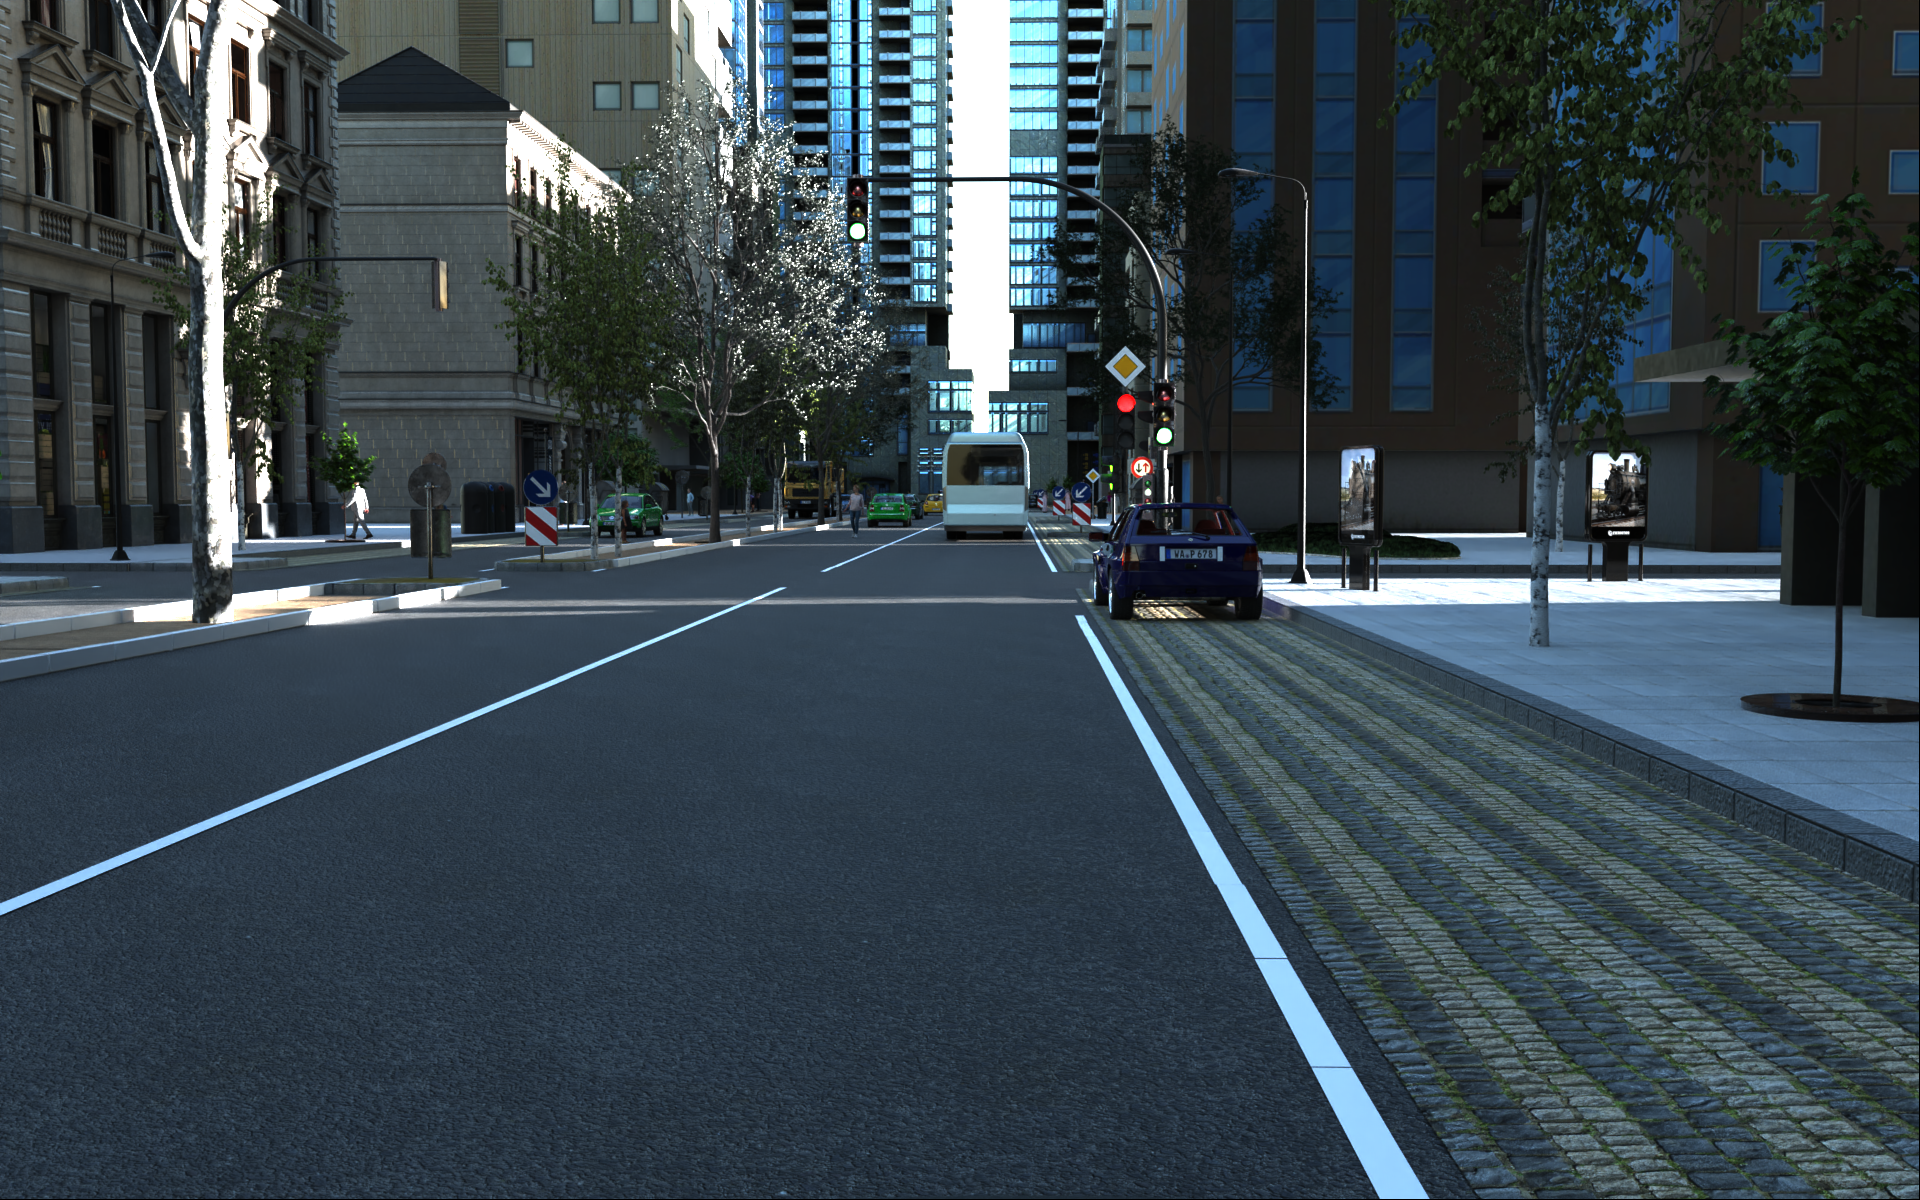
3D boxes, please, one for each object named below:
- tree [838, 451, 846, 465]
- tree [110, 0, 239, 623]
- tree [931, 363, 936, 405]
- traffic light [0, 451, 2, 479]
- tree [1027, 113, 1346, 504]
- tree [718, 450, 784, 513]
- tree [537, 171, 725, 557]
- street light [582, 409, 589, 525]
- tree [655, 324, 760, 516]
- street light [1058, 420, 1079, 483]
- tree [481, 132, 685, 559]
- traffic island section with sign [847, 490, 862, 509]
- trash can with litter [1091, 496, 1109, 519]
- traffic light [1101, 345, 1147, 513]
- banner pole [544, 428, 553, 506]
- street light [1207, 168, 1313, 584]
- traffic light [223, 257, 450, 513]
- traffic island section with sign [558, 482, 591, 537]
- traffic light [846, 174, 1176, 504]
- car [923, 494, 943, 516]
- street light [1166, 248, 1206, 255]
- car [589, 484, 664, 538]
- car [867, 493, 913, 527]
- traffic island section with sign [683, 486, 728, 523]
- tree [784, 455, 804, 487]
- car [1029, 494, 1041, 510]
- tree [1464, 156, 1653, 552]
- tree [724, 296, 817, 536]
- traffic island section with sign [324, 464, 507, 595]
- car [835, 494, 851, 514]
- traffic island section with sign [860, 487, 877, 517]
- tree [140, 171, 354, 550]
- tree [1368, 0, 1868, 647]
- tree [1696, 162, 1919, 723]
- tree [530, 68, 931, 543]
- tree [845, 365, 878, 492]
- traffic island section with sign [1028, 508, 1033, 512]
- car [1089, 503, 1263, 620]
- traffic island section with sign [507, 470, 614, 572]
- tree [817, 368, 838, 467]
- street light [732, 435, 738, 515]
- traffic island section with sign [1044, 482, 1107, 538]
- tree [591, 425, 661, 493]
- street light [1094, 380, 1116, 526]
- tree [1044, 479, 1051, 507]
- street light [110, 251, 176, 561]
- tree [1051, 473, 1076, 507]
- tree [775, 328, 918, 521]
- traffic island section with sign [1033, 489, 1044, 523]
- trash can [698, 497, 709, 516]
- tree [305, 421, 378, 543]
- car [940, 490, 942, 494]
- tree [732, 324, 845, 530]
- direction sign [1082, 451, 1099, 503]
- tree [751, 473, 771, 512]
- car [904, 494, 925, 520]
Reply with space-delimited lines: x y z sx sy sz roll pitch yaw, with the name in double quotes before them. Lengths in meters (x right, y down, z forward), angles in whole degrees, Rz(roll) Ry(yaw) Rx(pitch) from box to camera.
"tree" -13.027 -13.536 171.668 4.360 8.622 3.978 0 3 0
"tree" -9.496 -9.859 19.537 12.611 20.169 13.585 0 3 0
"tree" -6.127 -9.996 76.266 12.009 13.543 11.850 0 3 0
"traffic light" -14.582 -2.232 25.417 0.839 4.253 0.868 0 4 2
"tree" 5.996 -6.619 42.626 7.601 10.594 8.767 3 4 37
"tree" -14.633 -8.111 116.334 4.285 4.588 4.351 0 3 0
"tree" -7.797 -5.299 39.453 4.360 8.622 3.978 0 3 0
"street light" -14.811 -6.015 70.884 1.470 5.913 1.316 0 4 2
"tree" -14.849 -10.869 103.470 9.928 11.665 9.643 0 3 0
"street light" 6.825 -8.283 107.963 1.470 5.913 1.316 0 4 2
"tree" -7.412 -5.014 34.800 4.737 8.622 4.395 0 3 0
"traffic island section with sign" -10.204 -9.392 162.181 1.989 1.847 2.006 0 4 2
"trash can with litter" 7.096 -4.751 89.061 1.055 1.170 0.624 -1 4 -13
"traffic light" 3.111 -2.689 32.894 0.839 4.253 0.868 0 4 2
"banner pole" -15.721 -4.661 66.217 0.401 3.779 0.863 1 4 10
"street light" 4.381 -3.200 24.855 1.470 5.913 1.316 0 4 2
"traffic light" -12.250 -3.590 33.371 4.771 5.953 1.251 0 4 2
"traffic island section with sign" -13.308 -3.047 58.442 1.989 1.847 2.006 0 4 2
"traffic light" 0.778 -3.068 24.834 4.771 5.953 1.251 0 4 2
"car" -1.564 -6.491 116.355 2.015 1.641 3.980 0 4 0
"street light" 4.585 -3.690 32.868 1.470 5.913 1.316 0 4 2
"car" -11.247 -3.042 58.535 1.959 1.807 4.718 0 4 2
"car" -3.073 -4.124 76.219 1.959 1.807 4.718 0 4 1
"traffic island section with sign" -12.498 -4.695 85.385 1.989 1.847 2.006 0 4 2
"tree" -13.430 -9.635 141.251 4.285 4.588 4.351 0 3 0
"car" 6.662 -9.082 158.271 2.009 1.686 4.222 0 4 2
"tree" 13.361 -5.392 38.518 4.360 8.622 3.978 0 3 0
"tree" -7.144 -6.454 58.337 4.360 8.622 3.978 0 3 0
"traffic island section with sign" -8.034 -1.068 25.590 2.006 1.907 1.989 0 4 2
"car" -8.542 -7.001 126.474 2.014 1.417 4.499 0 4 3
"traffic island section with sign" -5.566 -6.114 108.099 2.006 1.907 1.989 0 4 2
"tree" -16.184 -5.446 39.398 4.737 8.622 4.395 0 3 0
"tree" 5.110 -3.909 14.272 4.737 8.622 4.395 0 3 0
"tree" 5.309 -0.951 10.144 1.663 3.219 1.824 0 3 0
"tree" -7.109 -8.385 49.914 12.009 13.543 11.850 0 3 0
"tree" -6.024 -8.105 85.333 4.737 8.622 4.395 0 3 0
"traffic island section with sign" 6.199 -7.712 134.716 1.989 1.847 2.006 0 4 2
"car" 2.566 -0.515 20.997 1.945 1.354 3.894 0 4 0
"traffic island section with sign" -7.803 -1.520 32.994 2.006 1.907 1.989 0 4 2
"tree" -6.764 -6.759 63.331 4.360 8.622 3.978 0 3 0
"street light" -13.566 -8.311 108.429 1.470 5.913 1.316 0 4 2
"traffic island section with sign" 3.900 -2.995 57.594 1.989 1.847 2.006 0 4 2
"tree" -15.288 -5.806 78.637 4.285 4.588 4.351 0 3 0
"street light" 5.716 -5.986 70.415 1.470 5.913 1.316 0 4 2
"tree" 9.670 -11.237 178.326 1.663 3.219 1.824 0 3 0
"street light" -15.720 -3.718 33.330 1.470 5.913 1.316 0 4 2
"tree" 9.454 -9.746 153.940 1.663 3.219 1.824 0 3 0
"tree" -6.337 -9.490 92.028 8.767 10.594 7.601 0 4 2
"traffic island section with sign" 4.703 -4.643 84.537 1.989 1.847 2.006 0 4 2
"trash can" -14.801 -5.395 99.868 0.748 1.137 0.748 0 3 0
"tree" -16.283 -3.152 46.143 1.663 3.219 1.824 0 3 0
"car" -1.155 -9.231 159.602 2.281 1.827 5.304 0 4 2
"tree" -7.056 -7.044 67.981 4.737 8.622 4.395 0 3 0
"direction sign" 6.903 -6.099 91.713 0.876 3.537 0.379 0 4 1
"tree" -14.742 -8.095 126.962 1.663 3.219 1.824 0 3 0
"car" -3.105 -5.310 98.623 2.131 1.459 4.920 0 4 3
